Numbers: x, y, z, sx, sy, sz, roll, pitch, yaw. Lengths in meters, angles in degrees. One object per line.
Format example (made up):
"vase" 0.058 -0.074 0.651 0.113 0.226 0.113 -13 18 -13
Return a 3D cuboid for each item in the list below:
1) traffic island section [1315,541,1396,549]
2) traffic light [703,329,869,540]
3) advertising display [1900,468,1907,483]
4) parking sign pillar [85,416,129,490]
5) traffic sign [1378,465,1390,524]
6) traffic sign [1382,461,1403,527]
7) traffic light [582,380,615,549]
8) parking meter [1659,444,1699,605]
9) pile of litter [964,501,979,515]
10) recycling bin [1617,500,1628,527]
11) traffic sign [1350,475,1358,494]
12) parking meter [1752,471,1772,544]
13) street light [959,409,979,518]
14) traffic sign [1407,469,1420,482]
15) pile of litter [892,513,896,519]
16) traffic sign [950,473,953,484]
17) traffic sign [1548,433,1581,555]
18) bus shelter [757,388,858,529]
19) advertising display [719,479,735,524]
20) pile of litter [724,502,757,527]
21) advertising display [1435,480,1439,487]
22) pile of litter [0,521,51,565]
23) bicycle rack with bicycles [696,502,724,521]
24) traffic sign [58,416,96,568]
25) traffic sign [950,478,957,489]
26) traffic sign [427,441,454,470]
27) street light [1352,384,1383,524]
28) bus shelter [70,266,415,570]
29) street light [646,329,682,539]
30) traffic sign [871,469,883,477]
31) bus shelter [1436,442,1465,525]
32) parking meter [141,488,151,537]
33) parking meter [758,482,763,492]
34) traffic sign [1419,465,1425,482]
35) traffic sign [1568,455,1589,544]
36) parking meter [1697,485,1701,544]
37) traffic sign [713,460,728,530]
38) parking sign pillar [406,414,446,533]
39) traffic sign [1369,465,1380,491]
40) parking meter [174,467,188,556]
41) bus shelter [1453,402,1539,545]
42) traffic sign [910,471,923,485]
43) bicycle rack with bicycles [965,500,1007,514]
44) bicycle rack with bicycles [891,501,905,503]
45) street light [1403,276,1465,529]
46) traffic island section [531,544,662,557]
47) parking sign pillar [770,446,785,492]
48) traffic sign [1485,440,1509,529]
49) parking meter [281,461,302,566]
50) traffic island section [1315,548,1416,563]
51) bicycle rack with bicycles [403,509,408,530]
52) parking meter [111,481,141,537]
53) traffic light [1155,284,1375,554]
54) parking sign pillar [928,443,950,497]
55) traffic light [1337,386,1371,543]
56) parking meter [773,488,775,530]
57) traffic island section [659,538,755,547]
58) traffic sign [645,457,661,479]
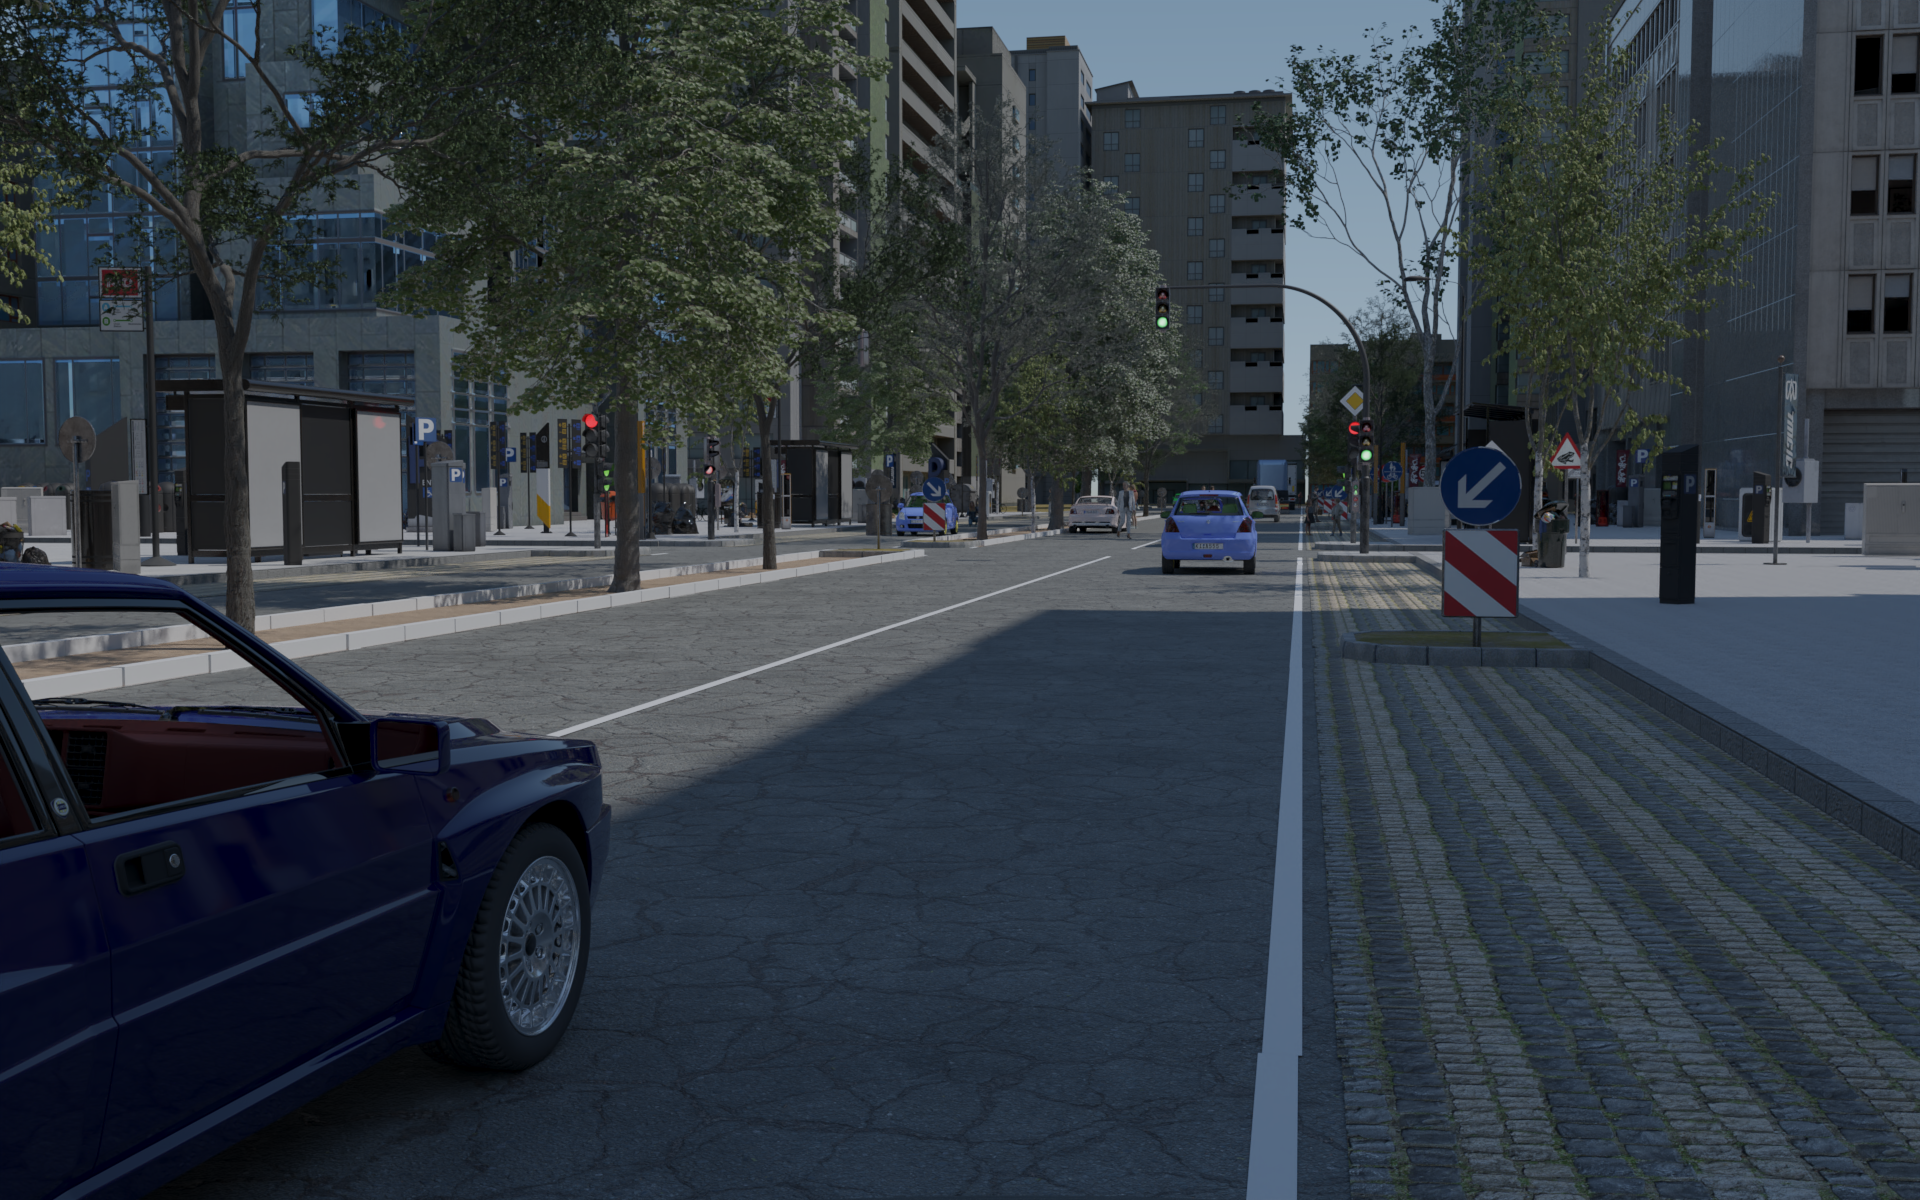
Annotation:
"traffic island section" 10.268 -1.398 45.143 2.009 0.180 2.903 1 4 11
"traffic light" -4.883 -4.487 48.034 4.771 5.953 1.251 1 4 11
"advertising display" 23.712 -2.346 43.566 0.123 1.923 0.974 2 4 26
"parking sign pillar" -29.450 -4.363 59.809 1.447 3.967 1.447 3 5 40
"traffic sign" 18.228 -4.519 73.992 0.768 2.556 0.104 1 4 15
"traffic sign" 16.839 -4.120 67.463 0.768 2.556 0.104 1 4 19
"traffic light" -8.501 -3.159 40.570 0.839 4.253 0.868 1 4 11
"parking meter" 8.392 -0.888 20.228 0.399 1.863 0.255 -2 4 -32
"pile of litter" 1.343 -6.404 118.664 1.719 0.858 1.176 0 4 -6
"recycling bin" 26.424 -3.429 68.625 0.722 1.027 0.722 1 4 21
"traffic sign" 25.667 -6.931 113.429 0.768 2.556 0.104 1 4 20
"parking meter" 20.686 -2.384 44.683 0.255 1.863 0.399 -2 4 -33
"street light" 0.646 -7.435 94.096 1.470 5.913 1.316 1 4 11
"traffic sign" 20.746 -4.831 79.088 0.768 2.556 0.104 1 4 11
"pile of litter" -3.875 -4.690 90.643 1.719 0.858 1.176 1 4 11
"traffic sign" -0.768 -6.073 99.399 0.768 2.556 0.104 1 4 21
"traffic sign" 12.844 -2.244 36.699 0.884 2.594 0.081 1 4 18
"bus shelter" -6.138 -5.538 68.174 2.179 5.291 8.768 1 4 11
"advertising display" -9.966 -4.221 74.221 0.974 1.923 0.123 3 5 45
"pile of litter" -8.670 -3.295 67.839 1.176 0.858 1.719 -1 4 -9
"advertising display" 21.459 -4.451 77.984 0.974 1.923 0.123 1 4 10
"pile of litter" -15.178 -0.821 27.388 1.719 0.858 1.176 -2 4 -35
"bicycle rack with bicycles" -12.292 -4.224 82.451 2.852 0.926 2.925 -2 4 -26
"traffic sign" -14.484 -1.730 28.399 0.768 2.556 0.104 1 4 18
"traffic sign" -0.587 -6.553 107.152 0.884 2.594 0.081 1 4 18
"traffic sign" -12.585 -2.551 41.812 0.768 2.556 0.104 1 4 12
"street light" 17.255 -6.163 73.309 1.470 5.913 1.316 1 4 11
"bus shelter" -13.605 -3.391 33.081 2.179 5.291 8.768 1 4 11
"street light" -8.282 -4.676 48.998 1.470 5.913 1.316 1 4 11
"traffic sign" -4.213 -5.423 88.771 0.768 2.556 0.104 1 4 15
"bus shelter" 19.975 -4.565 68.558 2.014 3.302 5.546 1 4 11
"parking meter" -24.482 -2.662 51.931 0.372 1.533 0.369 0 3 0
"parking meter" -9.704 -4.866 85.277 0.399 1.863 0.255 1 4 8
"traffic sign" 20.336 -4.624 75.702 0.768 2.556 0.104 1 4 17
"traffic sign" 15.918 -2.602 44.681 0.606 2.300 0.079 1 4 12
"parking meter" 18.936 -2.223 44.754 0.372 1.533 0.369 0 3 0
"traffic sign" -8.599 -3.752 61.455 0.768 2.556 0.104 1 4 20
"parking sign pillar" -17.913 -4.267 58.235 1.447 3.967 1.447 -1 4 -21
"traffic sign" 18.462 -4.671 76.475 0.768 2.556 0.104 1 4 20
"parking meter" -16.162 -1.863 36.172 0.255 1.863 0.399 2 4 25
"bus shelter" 14.493 -3.409 47.026 1.731 3.624 6.357 1 4 11
"traffic sign" -2.370 -5.773 94.497 0.768 2.556 0.104 1 4 16
"bicycle rack with bicycles" 1.651 -6.109 113.258 2.925 0.926 2.852 -1 4 -16
"bicycle rack with bicycles" -3.391 -4.461 86.320 2.852 0.926 2.925 0 4 -4
"street light" 10.123 -3.937 36.906 1.470 5.913 1.316 1 4 11
"traffic island section" -8.538 -1.127 40.713 2.009 0.180 2.903 1 4 11
"parking sign pillar" -10.104 -6.689 97.838 1.447 3.967 1.447 -3 5 -45
"traffic sign" 11.378 -2.198 37.129 0.795 2.450 0.064 1 4 14
"parking meter" -12.050 -1.561 31.233 0.255 1.863 0.399 -2 4 -33
"traffic island section" 8.719 -0.919 37.309 2.009 0.180 2.903 1 4 11
"bicycle rack with bicycles" -20.925 -2.922 61.149 2.925 0.926 2.852 1 4 20
"parking meter" -15.670 -1.470 32.439 0.372 1.533 0.369 0 3 0
"traffic light" 6.613 -3.841 37.467 4.771 5.953 1.251 1 4 11
"parking sign pillar" -1.124 -6.317 91.749 1.447 3.967 1.447 -3 5 -41
"traffic light" 10.231 -3.432 45.036 0.839 4.253 0.868 1 4 11
"parking meter" -6.743 -3.230 61.226 0.372 1.533 0.369 0 3 0
"traffic island section" -6.990 -1.606 48.547 2.009 0.180 2.903 1 4 11
"traffic sign" -10.594 -3.616 59.236 0.768 2.556 0.104 1 4 13
